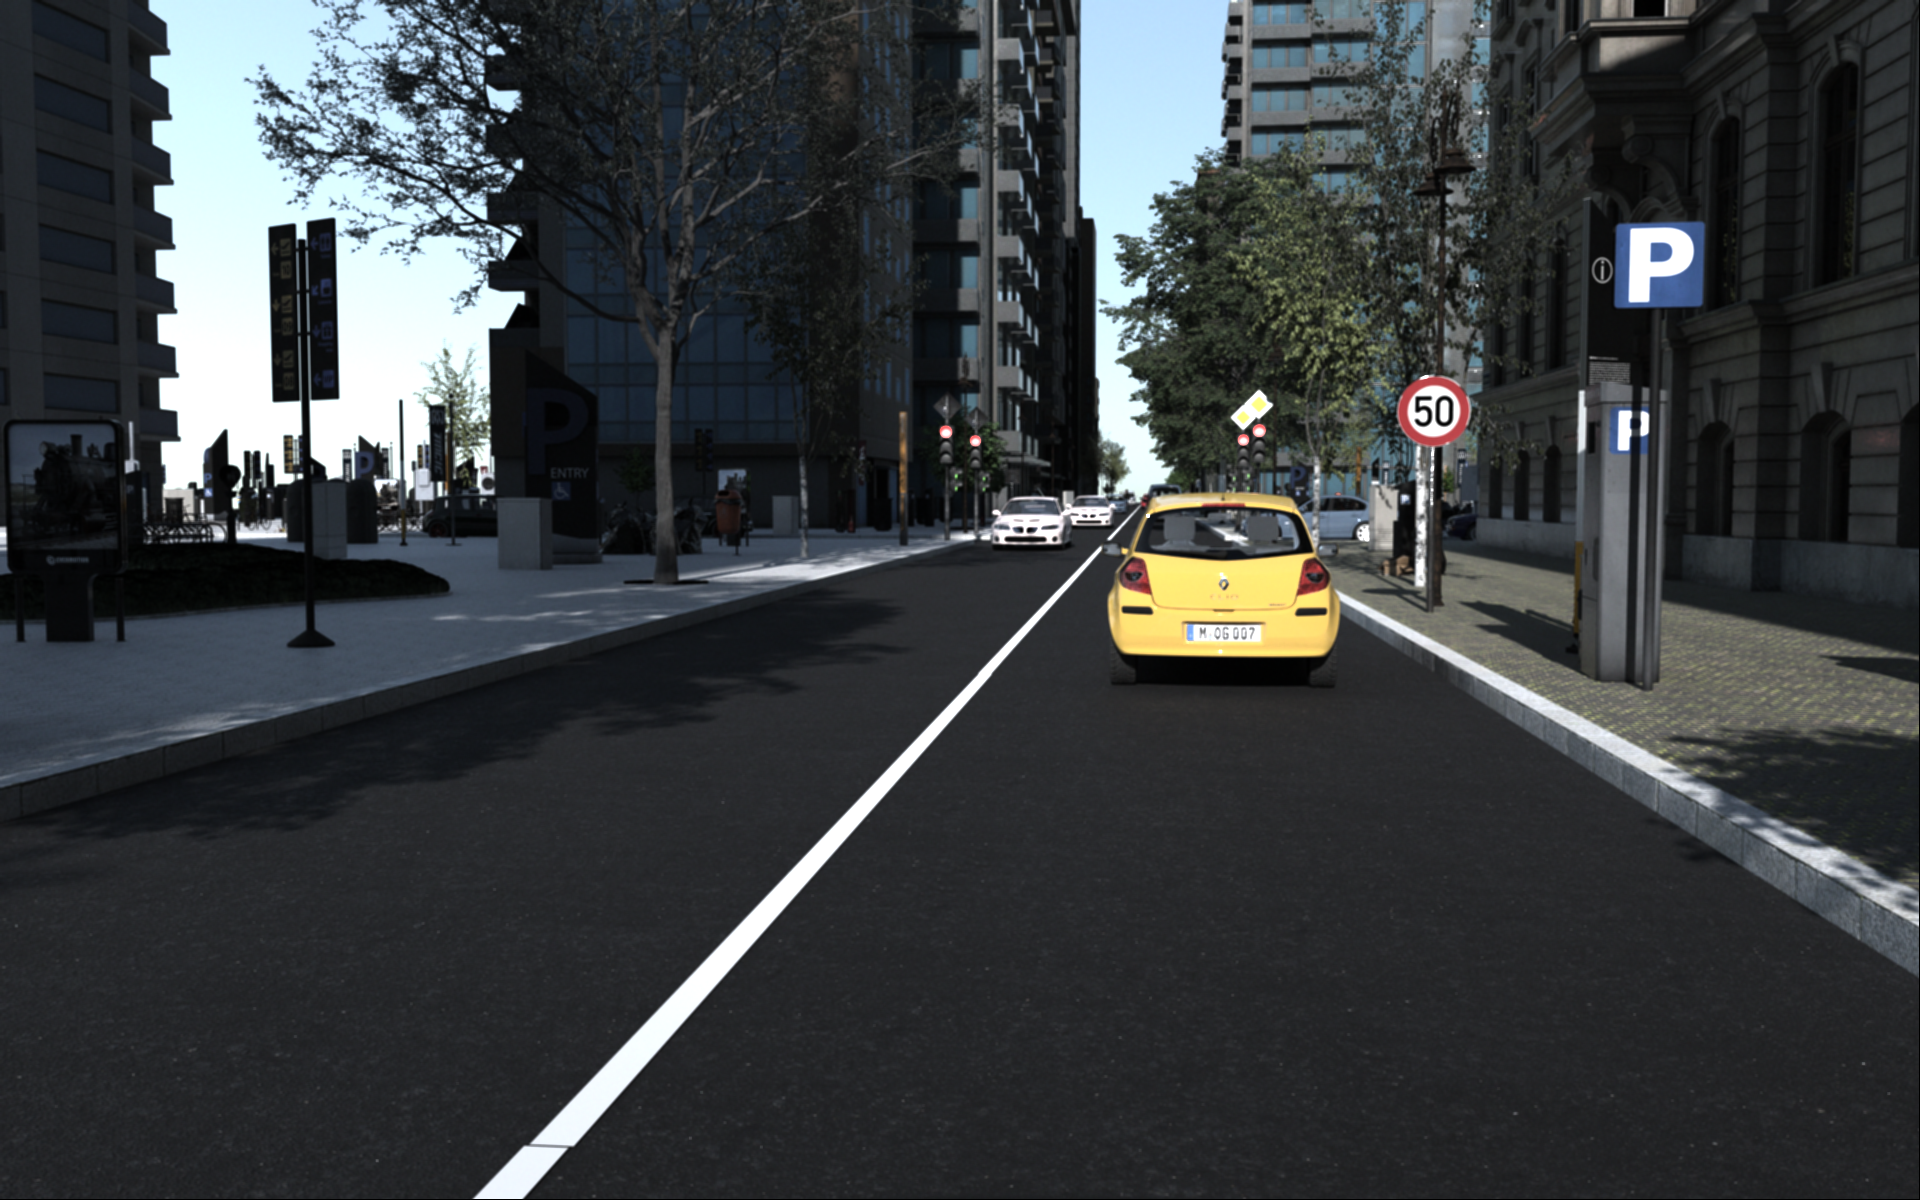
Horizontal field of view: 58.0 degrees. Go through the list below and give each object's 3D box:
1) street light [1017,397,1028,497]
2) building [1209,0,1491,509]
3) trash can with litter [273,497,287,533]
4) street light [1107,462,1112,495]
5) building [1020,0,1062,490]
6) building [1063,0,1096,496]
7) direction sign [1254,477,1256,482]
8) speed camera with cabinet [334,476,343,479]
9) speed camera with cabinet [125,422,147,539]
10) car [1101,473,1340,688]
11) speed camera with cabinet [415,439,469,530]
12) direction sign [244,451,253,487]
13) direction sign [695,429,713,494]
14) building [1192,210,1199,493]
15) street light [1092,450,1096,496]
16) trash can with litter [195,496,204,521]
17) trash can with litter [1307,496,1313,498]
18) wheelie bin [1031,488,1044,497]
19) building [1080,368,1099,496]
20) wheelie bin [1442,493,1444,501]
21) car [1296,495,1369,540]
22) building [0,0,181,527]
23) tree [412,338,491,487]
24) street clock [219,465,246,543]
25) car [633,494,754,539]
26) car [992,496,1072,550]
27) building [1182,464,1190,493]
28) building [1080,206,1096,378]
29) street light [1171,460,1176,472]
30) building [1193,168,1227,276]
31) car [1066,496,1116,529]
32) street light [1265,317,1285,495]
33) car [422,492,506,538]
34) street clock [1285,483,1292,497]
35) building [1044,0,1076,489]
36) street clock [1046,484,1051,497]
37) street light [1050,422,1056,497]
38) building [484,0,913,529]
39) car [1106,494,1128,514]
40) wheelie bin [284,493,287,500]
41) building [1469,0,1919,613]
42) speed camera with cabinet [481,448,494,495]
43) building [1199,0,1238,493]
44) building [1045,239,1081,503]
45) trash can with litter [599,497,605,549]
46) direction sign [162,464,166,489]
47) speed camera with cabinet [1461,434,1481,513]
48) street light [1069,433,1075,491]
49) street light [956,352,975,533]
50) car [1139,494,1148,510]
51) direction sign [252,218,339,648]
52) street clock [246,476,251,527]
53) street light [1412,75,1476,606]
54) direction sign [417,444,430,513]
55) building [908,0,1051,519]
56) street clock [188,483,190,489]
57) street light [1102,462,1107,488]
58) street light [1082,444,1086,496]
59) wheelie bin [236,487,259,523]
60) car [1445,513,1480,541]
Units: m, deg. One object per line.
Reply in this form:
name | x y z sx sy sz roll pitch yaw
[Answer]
street light | 2.975 -6.694 82.237 0.468 5.910 1.993 0 4 6
building | 34.759 -32.742 154.944 23.786 49.044 30.456 0 4 6
trash can with litter | -22.210 -2.905 58.553 2.233 1.210 1.678 -1 4 -15
street light | 20.481 -16.366 240.374 0.468 5.910 1.993 0 4 6
building | -2.917 -30.083 146.479 22.147 44.769 28.867 0 4 6
building | 7.433 -48.199 226.299 20.563 71.187 20.611 0 4 6
direction sign | 19.858 -7.740 118.552 0.876 3.537 0.379 3 5 41
speed camera with cabinet | -30.627 -5.671 87.063 0.660 3.252 2.038 1 4 13
speed camera with cabinet | -23.064 -3.288 48.093 0.660 3.252 2.038 -1 4 -18
car | 2.148 -0.251 14.320 2.015 1.641 3.980 0 4 8
speed camera with cabinet | -18.662 -4.188 62.818 2.038 3.252 0.660 0 3 0
direction sign | -36.955 -6.026 90.520 0.379 3.537 0.876 3 5 43
direction sign | -8.905 -4.176 60.281 0.379 3.537 0.876 2 4 34
building | 40.413 -34.626 249.735 14.154 41.232 14.086 0 4 6
street light | 14.217 -12.883 183.416 0.468 5.910 1.993 0 4 6
trash can with litter | -34.691 -4.169 79.221 2.233 1.210 1.678 1 4 9
trash can with litter | 17.890 -4.687 88.024 0.624 1.170 1.055 2 4 25
wheelie bin | 4.004 -4.982 89.370 0.693 1.594 0.980 0 4 8
building | 6.052 -24.962 253.172 27.650 21.520 28.899 0 4 6
wheelie bin | 28.467 -5.850 103.555 0.980 1.594 0.693 -2 4 -32
car | 10.514 -2.369 50.741 4.499 1.417 2.014 0 4 7
building | -50.763 -32.507 73.490 28.212 58.520 21.231 0 4 6
tree | -23.757 -8.082 82.510 4.737 8.622 4.395 0 3 0
street clock | -18.030 -2.340 42.823 0.471 2.002 0.358 0 4 -8
car | -8.483 -2.677 53.550 4.222 1.686 2.009 0 4 8
car | 1.940 -2.039 45.698 2.083 1.381 4.827 0 4 8
building | 42.726 -31.091 280.030 14.160 30.474 14.107 0 4 6
building | 14.278 -38.108 273.181 14.600 45.320 14.200 0 4 6
street light | 29.255 -16.052 235.235 0.468 5.910 1.993 0 4 6
building | 41.885 -35.056 227.789 22.147 44.769 28.867 0 4 6
car | 5.521 -3.705 72.931 2.083 1.381 4.827 0 4 7
street light | 8.260 -4.442 45.412 0.468 5.910 1.993 0 4 6
car | -14.145 -2.607 52.415 4.222 1.686 2.009 0 4 5
street clock | 21.507 -6.668 113.587 0.358 2.002 0.471 3 5 45
building | -3.274 -35.800 174.573 28.713 52.752 27.495 0 4 6
street clock | 6.321 -7.268 123.409 0.358 2.002 0.471 1 4 16
street light | 5.823 -8.308 108.629 0.468 5.910 1.993 0 4 6
building | -9.743 -25.669 69.796 14.600 45.320 14.200 0 4 6
car | 11.196 -6.943 125.526 2.014 1.417 4.499 0 4 8
wheelie bin | -28.096 -3.992 73.175 0.980 1.594 0.693 1 4 22
building | 16.415 -12.656 26.005 14.460 24.649 34.723 0 4 6
speed camera with cabinet | -20.986 -4.920 74.782 2.038 3.252 0.660 0 4 -1
building | 37.465 -53.314 184.359 22.319 86.520 31.000 0 4 6
building | 6.259 -25.909 195.309 14.160 30.474 14.107 0 4 6
trash can with litter | -8.384 -1.828 40.938 1.678 1.210 2.233 0 4 -7
direction sign | -60.628 -8.548 131.760 0.876 3.537 0.379 3 4 38
speed camera with cabinet | 17.005 -3.807 56.587 0.660 3.252 2.038 3 4 37
street light | 8.563 -9.739 132.017 0.468 5.910 1.993 0 4 6
street light | 0.185 -5.122 56.533 0.468 5.910 1.993 0 4 6
car | 17.635 -9.225 159.873 2.155 1.783 4.494 0 4 7
direction sign | -5.484 -1.378 14.526 0.876 3.537 0.379 2 4 34
street clock | -28.042 -3.885 68.087 0.358 2.002 0.471 -2 4 -31
street light | 5.467 -2.870 19.708 0.468 5.910 1.993 0 4 6
direction sign | -24.552 -5.342 79.331 0.876 3.537 0.379 3 4 38
building | -6.999 -29.473 101.484 23.786 49.044 30.456 0 4 6
street clock | -51.441 -6.801 115.759 0.358 2.002 0.471 -2 4 -26
street light | 17.627 -14.795 214.677 0.468 5.910 1.993 0 4 6
street light | 11.281 -11.311 157.728 0.468 5.910 1.993 0 4 6
wheelie bin | -31.827 -4.257 77.503 0.693 1.594 0.980 3 4 38
car | 15.964 -2.267 49.640 3.894 1.354 1.945 1 4 8
